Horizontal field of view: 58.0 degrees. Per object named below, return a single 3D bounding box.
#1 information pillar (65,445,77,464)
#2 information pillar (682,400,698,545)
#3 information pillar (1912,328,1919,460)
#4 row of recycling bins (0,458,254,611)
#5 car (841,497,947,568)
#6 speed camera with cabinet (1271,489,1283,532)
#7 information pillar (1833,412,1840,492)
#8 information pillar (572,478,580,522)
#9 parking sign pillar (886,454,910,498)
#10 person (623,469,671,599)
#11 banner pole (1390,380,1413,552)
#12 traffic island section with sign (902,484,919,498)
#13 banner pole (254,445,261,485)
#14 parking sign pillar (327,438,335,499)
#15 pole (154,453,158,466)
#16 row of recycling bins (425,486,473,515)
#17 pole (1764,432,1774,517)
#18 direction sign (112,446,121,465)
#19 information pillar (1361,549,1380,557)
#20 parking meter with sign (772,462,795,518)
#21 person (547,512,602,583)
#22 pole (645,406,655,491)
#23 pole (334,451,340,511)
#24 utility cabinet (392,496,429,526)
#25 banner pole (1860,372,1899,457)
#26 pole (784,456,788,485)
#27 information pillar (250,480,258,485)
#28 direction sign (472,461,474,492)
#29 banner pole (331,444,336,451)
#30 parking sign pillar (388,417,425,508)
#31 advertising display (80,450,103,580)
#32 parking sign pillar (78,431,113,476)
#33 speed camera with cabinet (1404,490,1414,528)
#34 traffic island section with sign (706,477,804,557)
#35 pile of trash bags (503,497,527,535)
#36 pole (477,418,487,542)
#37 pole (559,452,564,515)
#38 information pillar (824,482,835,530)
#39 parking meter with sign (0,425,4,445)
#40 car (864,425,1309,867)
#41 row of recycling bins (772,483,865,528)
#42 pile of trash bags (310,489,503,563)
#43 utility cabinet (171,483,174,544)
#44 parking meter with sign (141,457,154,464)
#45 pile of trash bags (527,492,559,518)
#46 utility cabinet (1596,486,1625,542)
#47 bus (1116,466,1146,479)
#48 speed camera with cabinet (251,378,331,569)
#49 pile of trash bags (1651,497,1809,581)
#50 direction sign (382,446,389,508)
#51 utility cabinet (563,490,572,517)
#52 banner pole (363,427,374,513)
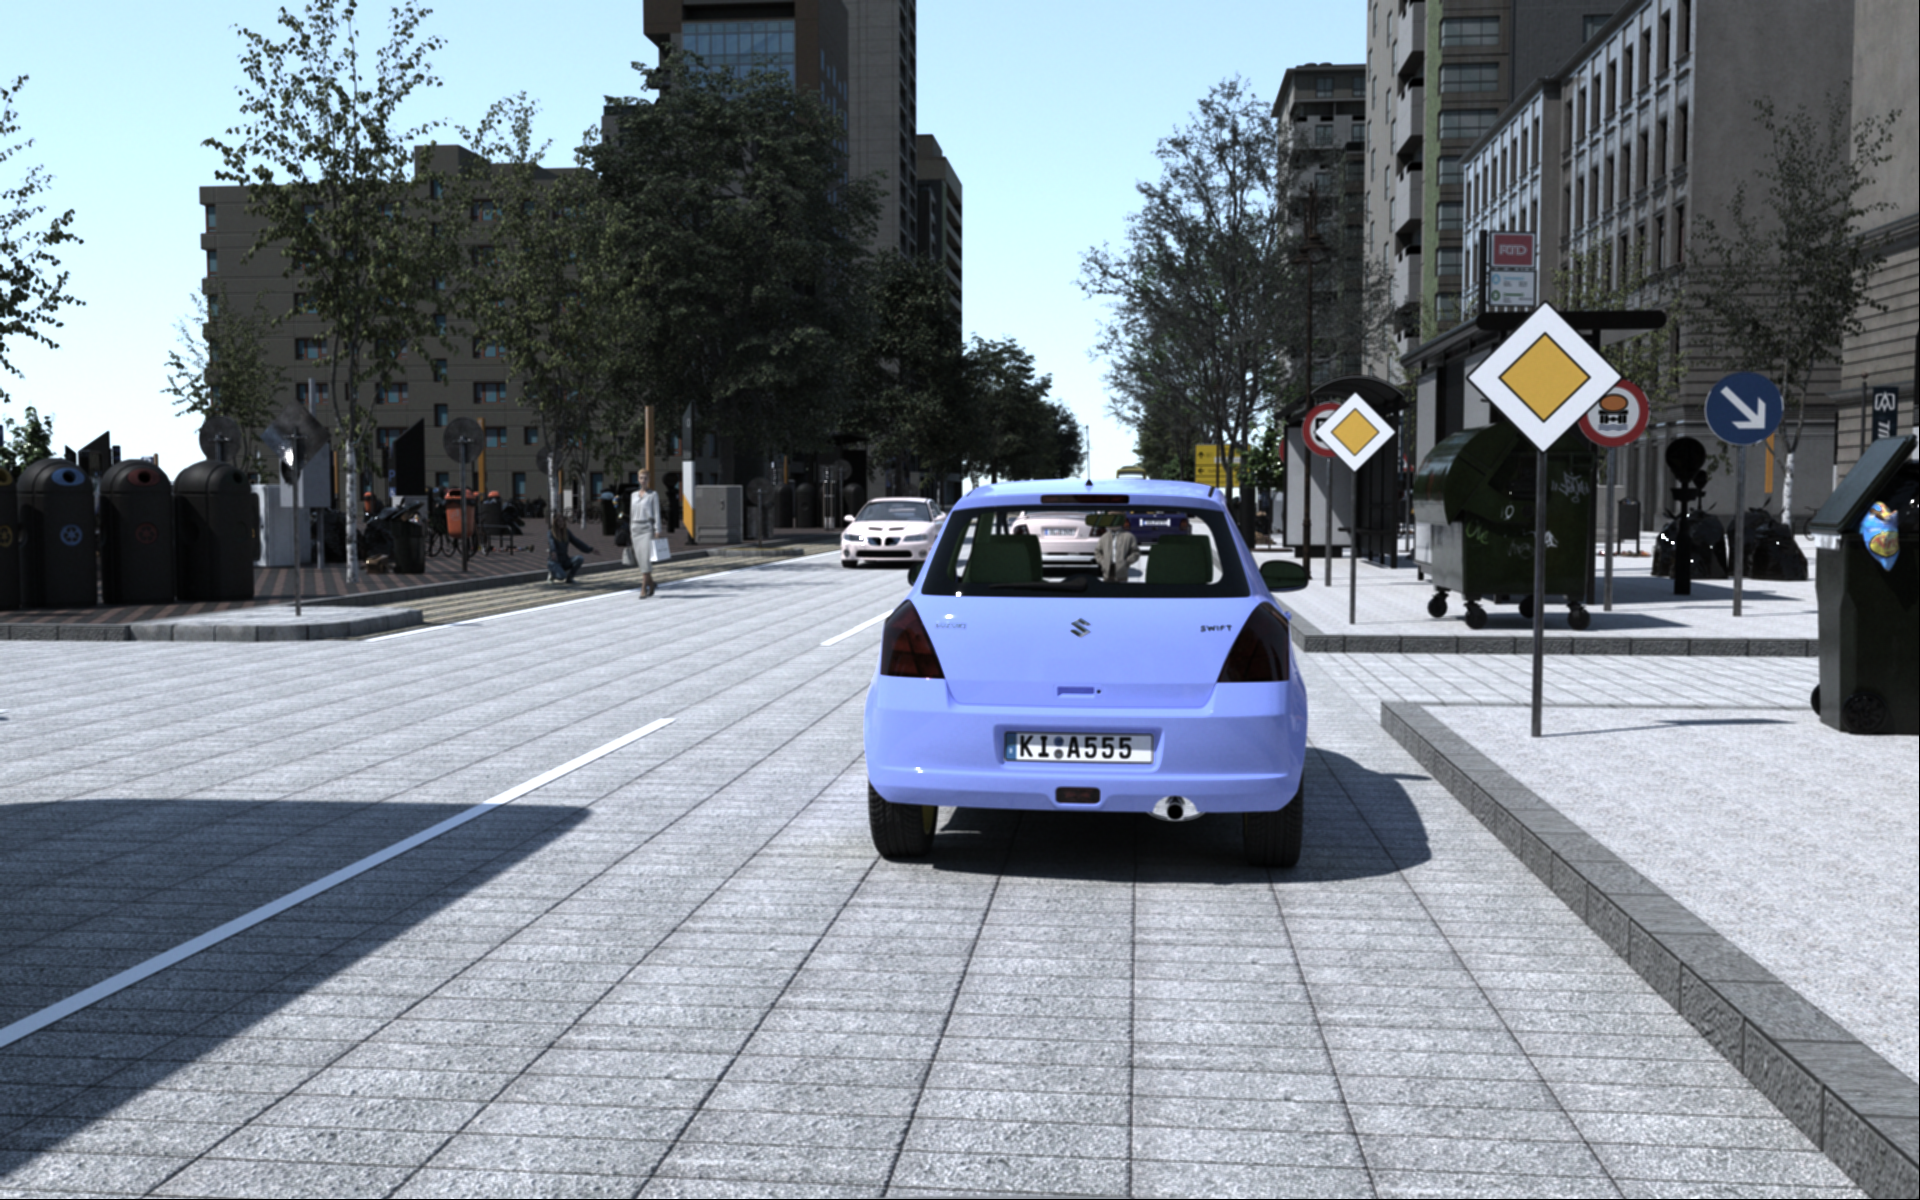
[{"bbox_3d":[-41.948,-5.528,81.742,0.504,3.616,0.183,-3,4,-36],"label":"information pillar"},{"bbox_3d":[-6.819,-3.195,43.586,0.183,3.616,0.504,-3,4,-38],"label":"information pillar"},{"bbox_3d":[11.773,-1.824,21.176,0.183,3.616,0.504,1,4,11],"label":"information pillar"},{"bbox_3d":[-10.036,-0.796,20.122,1.069,1.692,3.534,3,5,41],"label":"row of recycling bins"},{"bbox_3d":[-1.237,-1.396,35.189,2.083,1.381,4.827,0,4,5],"label":"car"},{"bbox_3d":[10.854,-3.960,59.082,0.660,3.252,2.038,-1,4,-17],"label":"speed camera with cabinet"},{"bbox_3d":[25.056,-3.537,49.187,0.504,3.616,0.183,1,4,10],"label":"information pillar"},{"bbox_3d":[-17.580,-4.571,79.224,0.304,2.012,0.304,0,4,-7],"label":"information pillar"},{"bbox_3d":[-3.279,-6.282,91.188,1.447,3.967,1.447,2,4,35],"label":"parking sign pillar"},{"bbox_3d":[-4.311,-0.923,23.937,0.694,1.780,0.624,3,4,36],"label":"person"},{"bbox_3d":[9.785,-2.959,38.400,0.401,3.779,0.863,-2,4,-28],"label":"banner pole"},{"bbox_3d":[-1.904,-3.572,67.026,1.989,1.847,2.006,0,4,6],"label":"traffic island section with sign"},{"bbox_3d":[-35.838,-6.020,88.445,0.401,3.779,0.863,-3,5,-40],"label":"banner pole"},{"bbox_3d":[-28.528,-5.419,77.080,1.447,3.967,1.447,1,4,11],"label":"parking sign pillar"},{"bbox_3d":[-40.331,-5.695,86.960,0.158,3.312,0.155,0,3,0],"label":"pole"},{"bbox_3d":[-25.650,-4.854,86.481,3.534,1.692,1.069,2,4,32],"label":"row of recycling bins"},{"bbox_3d":[18.710,-2.826,40.054,0.158,3.312,0.155,0,3,0],"label":"pole"},{"bbox_3d":[-39.586,-5.430,80.773,0.876,3.537,0.379,-1,4,-13],"label":"direction sign"},{"bbox_3d":[8.430,-1.900,35.550,0.304,2.012,0.304,-3,5,-40],"label":"information pillar"},{"bbox_3d":[-9.243,-5.945,93.457,1.738,3.016,0.543,-1,4,-21],"label":"parking meter with sign"},{"bbox_3d":[-6.226,-0.835,27.650,1.012,1.151,0.738,-3,5,-41],"label":"person"},{"bbox_3d":[-7.204,-2.840,40.284,0.158,3.312,0.155,0,3,0],"label":"pole"},{"bbox_3d":[-29.721,-5.429,82.609,0.158,3.312,0.155,0,3,0],"label":"pole"},{"bbox_3d":[-17.707,-2.739,55.949,1.020,1.237,0.306,-1,4,-18],"label":"utility cabinet"},{"bbox_3d":[18.819,-2.790,35.641,0.863,3.779,0.401,1,4,20],"label":"banner pole"},{"bbox_3d":[-9.213,-5.998,91.916,0.158,3.312,0.155,0,3,0],"label":"pole"},{"bbox_3d":[-36.551,-5.210,89.673,0.304,2.012,0.304,0,4,-3],"label":"information pillar"},{"bbox_3d":[-23.266,-5.553,82.790,0.379,3.537,0.876,-1,4,-13],"label":"direction sign"},{"bbox_3d":[-31.714,-5.952,87.330,0.863,3.779,0.401,0,4,-3],"label":"banner pole"},{"bbox_3d":[-19.319,-4.403,60.460,1.447,3.967,1.447,2,4,31],"label":"parking sign pillar"},{"bbox_3d":[-12.956,-1.264,25.884,0.123,1.923,0.974,-1,4,-16],"label":"advertising display"},{"bbox_3d":[-36.778,-5.215,73.744,1.447,3.967,1.447,0,4,-2],"label":"parking sign pillar"},{"bbox_3d":[17.763,-4.336,65.222,0.660,3.252,2.038,-3,5,-42],"label":"speed camera with cabinet"},{"bbox_3d":[-4.697,-1.932,40.216,1.989,1.847,2.006,0,4,6],"label":"traffic island section with sign"},{"bbox_3d":[-14.862,-2.771,55.051,1.912,1.369,3.447,-1,4,-13],"label":"pile of trash bags"},{"bbox_3d":[-12.798,-3.214,46.392,0.158,3.312,0.155,0,3,0],"label":"pole"},{"bbox_3d":[-19.136,-5.458,83.086,0.158,3.312,0.155,0,3,0],"label":"pole"},{"bbox_3d":[-4.645,-3.488,61.514,0.304,2.012,0.304,1,4,16],"label":"information pillar"},{"bbox_3d":[-24.922,-2.898,43.648,1.738,3.016,0.543,1,4,23],"label":"parking meter with sign"},{"bbox_3d":[0.656,0.095,8.042,1.945,1.707,3.694,0,4,7],"label":"car"},{"bbox_3d":[-5.383,-3.591,65.818,3.534,1.692,1.069,-1,4,-8],"label":"row of recycling bins"},{"bbox_3d":[-10.779,-1.418,32.934,3.447,1.369,1.912,1,4,11],"label":"pile of trash bags"},{"bbox_3d":[-15.641,-1.611,35.023,0.318,1.500,1.173,1,4,16],"label":"utility cabinet"},{"bbox_3d":[-37.764,-5.214,81.503,0.543,3.016,1.738,0,4,3],"label":"parking meter with sign"},{"bbox_3d":[-22.649,-5.047,92.278,3.447,1.369,1.912,2,4,25],"label":"pile of trash bags"},{"bbox_3d":[16.856,-2.255,45.549,1.173,1.500,0.318,0,4,-4],"label":"utility cabinet"},{"bbox_3d":[14.924,-9.767,151.243,2.896,3.916,12.252,0,4,5],"label":"bus"},{"bbox_3d":[-11.727,-2.176,29.919,2.038,3.252,0.660,3,4,36],"label":"speed camera with cabinet"},{"bbox_3d":[12.375,-1.012,26.295,3.447,1.369,1.912,1,4,19],"label":"pile of trash bags"},{"bbox_3d":[-27.299,-5.528,82.388,0.379,3.537,0.876,0,4,0],"label":"direction sign"},{"bbox_3d":[-21.503,-5.303,95.389,1.173,1.500,0.318,3,5,41],"label":"utility cabinet"},{"bbox_3d":[-21.909,-4.538,64.206,0.401,3.779,0.863,0,4,7],"label":"banner pole"}]
